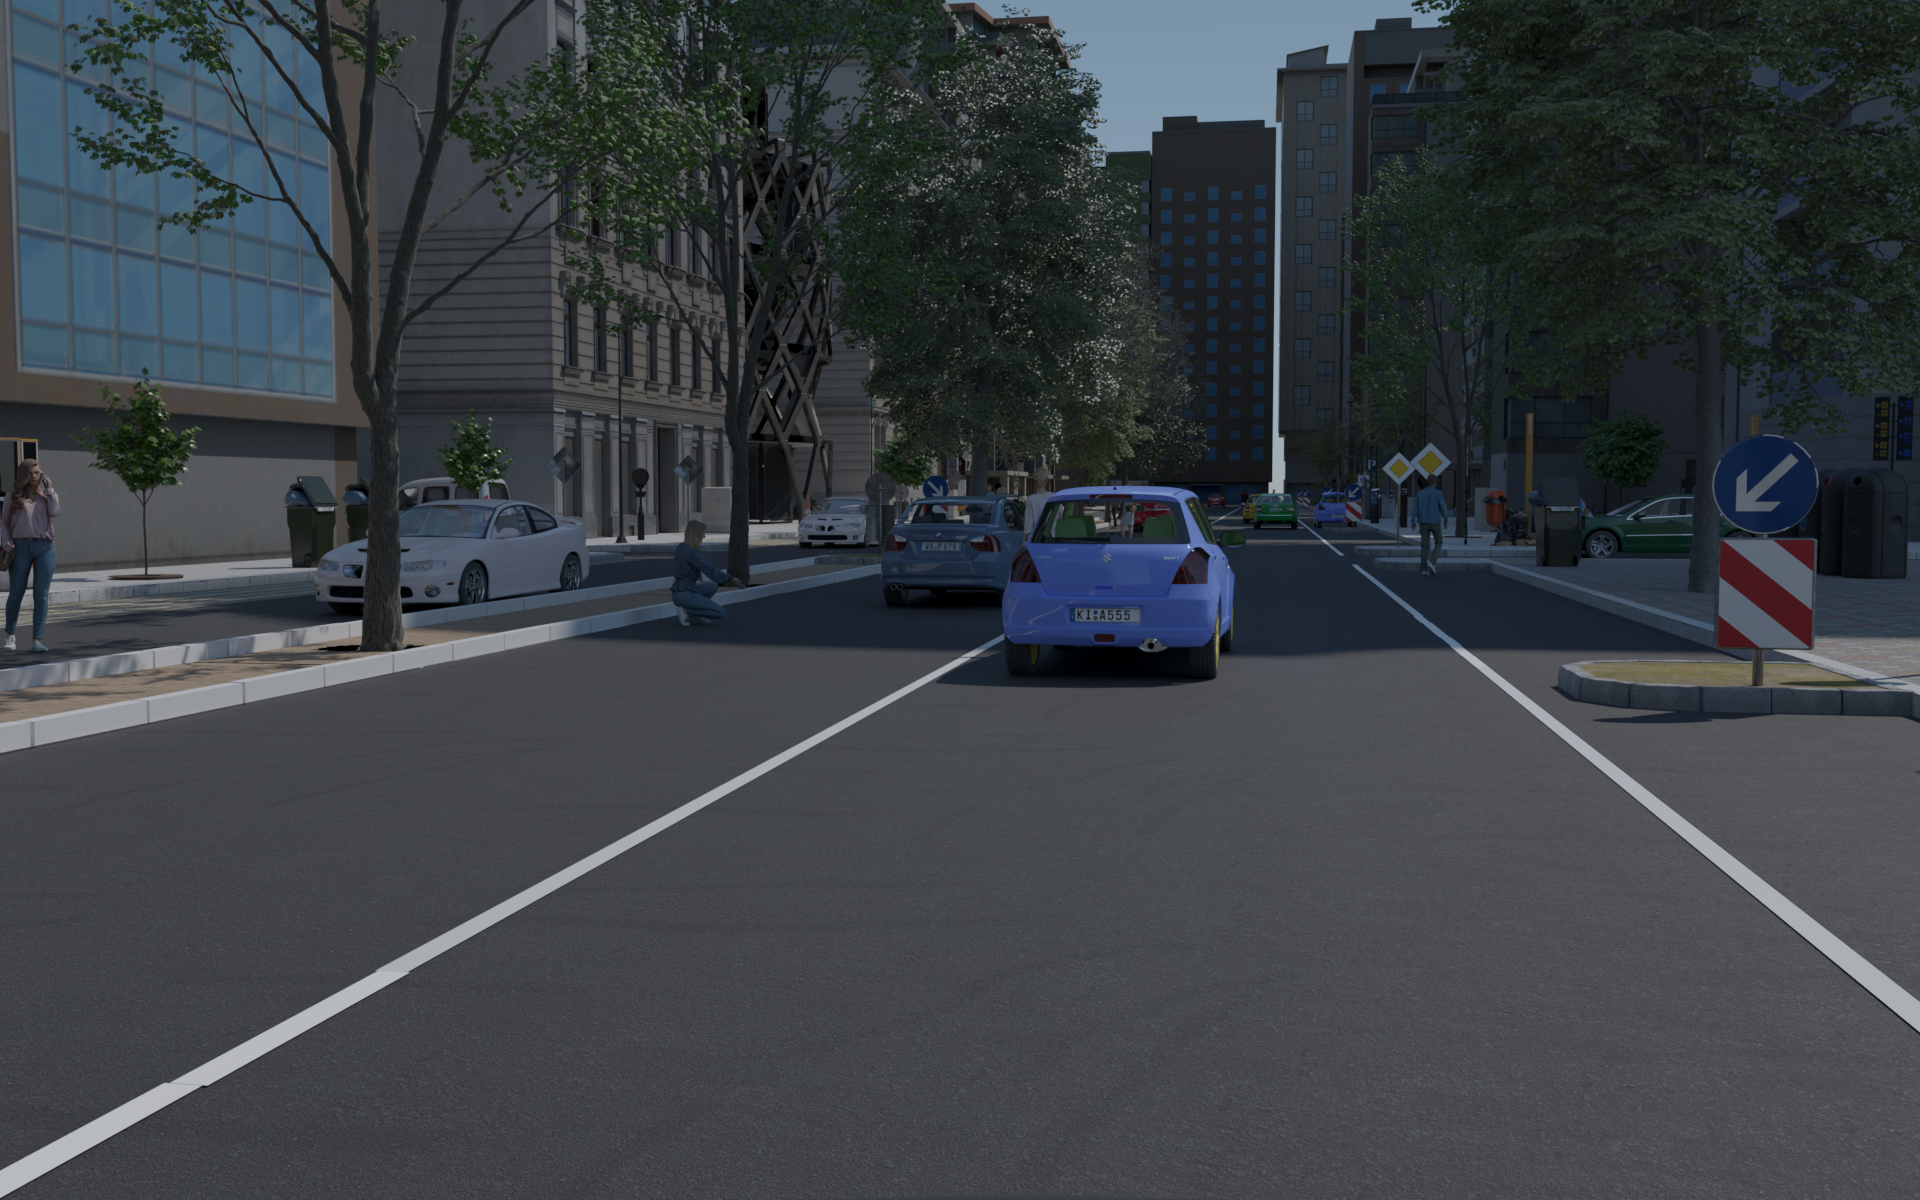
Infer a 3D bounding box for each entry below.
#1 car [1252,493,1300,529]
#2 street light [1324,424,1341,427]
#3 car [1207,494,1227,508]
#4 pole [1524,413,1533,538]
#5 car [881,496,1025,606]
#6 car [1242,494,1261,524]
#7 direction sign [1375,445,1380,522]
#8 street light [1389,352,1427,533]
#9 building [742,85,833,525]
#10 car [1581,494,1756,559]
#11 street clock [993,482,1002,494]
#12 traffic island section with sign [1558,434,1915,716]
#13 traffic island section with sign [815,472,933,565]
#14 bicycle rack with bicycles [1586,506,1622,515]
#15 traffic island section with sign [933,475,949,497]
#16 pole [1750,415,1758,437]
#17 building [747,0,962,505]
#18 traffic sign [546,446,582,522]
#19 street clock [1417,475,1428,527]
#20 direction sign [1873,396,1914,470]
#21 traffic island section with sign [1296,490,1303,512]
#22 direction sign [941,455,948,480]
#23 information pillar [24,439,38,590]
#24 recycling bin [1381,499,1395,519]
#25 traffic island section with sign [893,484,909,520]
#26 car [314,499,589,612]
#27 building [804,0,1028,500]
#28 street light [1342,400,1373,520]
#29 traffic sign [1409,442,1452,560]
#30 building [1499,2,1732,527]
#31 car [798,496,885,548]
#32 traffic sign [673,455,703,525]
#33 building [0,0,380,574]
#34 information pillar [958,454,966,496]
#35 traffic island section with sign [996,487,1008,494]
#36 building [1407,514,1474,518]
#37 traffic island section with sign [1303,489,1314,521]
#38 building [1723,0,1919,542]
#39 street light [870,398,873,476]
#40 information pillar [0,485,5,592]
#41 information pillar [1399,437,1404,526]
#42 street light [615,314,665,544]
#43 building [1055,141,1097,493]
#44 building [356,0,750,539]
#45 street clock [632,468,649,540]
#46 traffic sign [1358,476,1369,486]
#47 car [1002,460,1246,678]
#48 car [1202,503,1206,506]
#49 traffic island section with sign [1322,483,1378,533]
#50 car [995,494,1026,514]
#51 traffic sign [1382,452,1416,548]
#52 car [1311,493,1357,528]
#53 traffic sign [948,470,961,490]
[{"bbox_3d":[13.120,-3.861,71.919,1.959,1.807,4.718,1,4,11],"label":"car"},{"bbox_3d":[24.888,-8.716,115.045,1.470,5.913,1.316,1,4,10],"label":"street light"},{"bbox_3d":[26.880,-10.538,181.337,2.155,1.783,4.494,1,4,10],"label":"car"},{"bbox_3d":[14.385,-3.057,43.829,0.158,3.312,0.155,0,3,0],"label":"pole"},{"bbox_3d":[0.136,-0.701,23.471,2.014,1.417,4.499,1,4,11],"label":"car"},{"bbox_3d":[14.773,-4.559,84.762,2.015,1.641,3.980,1,4,12],"label":"car"},{"bbox_3d":[19.103,-5.351,79.484,0.379,3.537,0.876,1,4,12],"label":"direction sign"},{"bbox_3d":[14.690,-5.155,56.830,1.470,5.913,1.316,1,4,10],"label":"street light"},{"bbox_3d":[-14.273,-12.694,75.000,16.820,18.784,16.811,1,4,10],"label":"building"},{"bbox_3d":[15.290,-1.585,37.714,4.920,1.459,2.131,0,4,8],"label":"car"},{"bbox_3d":[2.307,-6.227,106.387,0.471,2.002,0.358,-1,4,-12],"label":"street clock"},{"bbox_3d":[5.363,-0.223,12.270,1.989,1.847,2.006,1,4,10],"label":"traffic island section with sign"},{"bbox_3d":[-1.779,-1.684,35.677,2.006,1.907,1.989,1,4,10],"label":"traffic island section with sign"},{"bbox_3d":[19.029,-2.356,51.902,2.925,0.926,2.852,0,4,-4],"label":"bicycle rack with bicycles"},{"bbox_3d":[-0.483,-2.131,42.971,2.006,1.907,1.989,1,4,10],"label":"traffic island section with sign"},{"bbox_3d":[20.521,-3.119,44.843,0.158,3.312,0.155,0,3,0],"label":"pole"},{"bbox_3d":[-8.705,-19.111,99.847,14.401,28.519,23.554,1,4,10],"label":"building"},{"bbox_3d":[-8.353,-2.012,36.533,0.795,2.450,0.064,1,4,10],"label":"traffic sign"},{"bbox_3d":[17.767,-3.782,66.413,0.358,2.002,0.471,-2,4,-24],"label":"street clock"},{"bbox_3d":[21.636,-2.949,40.216,0.379,3.537,0.876,-3,4,-36],"label":"direction sign"},{"bbox_3d":[28.173,-8.133,141.598,1.989,1.847,2.006,1,4,10],"label":"traffic island section with sign"},{"bbox_3d":[-0.892,-6.462,97.649,0.379,3.537,0.876,-2,4,-24],"label":"direction sign"},{"bbox_3d":[-12.585,-1.147,23.252,0.304,2.012,0.304,1,4,14],"label":"information pillar"},{"bbox_3d":[22.499,-4.810,91.200,0.722,1.027,0.722,1,4,23],"label":"recycling bin"},{"bbox_3d":[-2.388,-3.670,68.637,1.989,1.847,2.006,1,4,10],"label":"traffic island section with sign"},{"bbox_3d":[-6.416,-0.612,22.368,2.083,1.381,4.827,1,4,11],"label":"car"},{"bbox_3d":[-11.412,-27.023,133.712,32.217,40.220,23.993,1,4,10],"label":"building"},{"bbox_3d":[19.863,-6.936,85.937,1.470,5.913,1.316,1,4,10],"label":"street light"},{"bbox_3d":[9.069,-1.823,33.450,0.795,2.450,0.064,1,4,10],"label":"traffic sign"},{"bbox_3d":[29.247,-18.350,71.719,14.160,30.474,14.107,1,4,10],"label":"building"},{"bbox_3d":[-3.127,-2.154,47.575,2.083,1.381,4.827,1,4,9],"label":"car"},{"bbox_3d":[-6.966,-2.493,44.397,0.795,2.450,0.064,1,4,10],"label":"traffic sign"},{"bbox_3d":[-20.652,-23.269,30.555,14.200,45.320,14.600,1,4,10],"label":"building"},{"bbox_3d":[0.106,-6.636,99.855,0.504,3.616,0.183,2,4,34],"label":"information pillar"},{"bbox_3d":[2.306,-5.294,95.186,1.989,1.847,2.006,1,4,10],"label":"traffic island section with sign"},{"bbox_3d":[42.408,-24.926,99.413,32.217,40.220,23.993,1,4,10],"label":"building"},{"bbox_3d":[19.504,-5.125,92.421,1.989,1.847,2.006,1,4,10],"label":"traffic island section with sign"},{"bbox_3d":[38.449,-30.866,46.652,28.212,58.520,21.231,1,4,10],"label":"building"},{"bbox_3d":[-3.251,-6.199,73.899,1.470,5.913,1.316,1,4,10],"label":"street light"},{"bbox_3d":[-12.506,-1.115,22.729,0.304,2.012,0.304,-3,5,-41],"label":"information pillar"},{"bbox_3d":[17.955,-4.841,70.507,0.183,3.616,0.504,2,4,29],"label":"information pillar"},{"bbox_3d":[-8.281,-4.420,44.801,1.470,5.913,1.316,1,4,10],"label":"street light"},{"bbox_3d":[6.686,-30.755,186.443,14.086,41.232,14.154,1,4,10],"label":"building"},{"bbox_3d":[-14.037,-12.653,56.033,9.793,20.994,18.267,1,4,10],"label":"building"},{"bbox_3d":[-8.876,-2.665,48.149,0.471,2.002,0.358,-1,4,-14],"label":"street clock"},{"bbox_3d":[22.026,-5.654,94.568,0.606,2.300,0.079,1,4,17],"label":"traffic sign"},{"bbox_3d":[1.459,-0.323,14.878,1.945,1.707,3.694,1,4,11],"label":"car"},{"bbox_3d":[10.497,-4.341,81.192,2.015,1.641,3.980,1,4,11],"label":"car"},{"bbox_3d":[14.762,-3.485,65.613,1.989,1.847,2.006,1,4,10],"label":"traffic island section with sign"},{"bbox_3d":[1.973,-3.899,75.547,2.131,1.459,4.920,1,4,11],"label":"car"},{"bbox_3d":[10.457,-2.304,41.314,0.795,2.450,0.064,1,4,10],"label":"traffic sign"},{"bbox_3d":[16.063,-3.952,74.211,1.945,1.707,3.694,1,4,9],"label":"car"},{"bbox_3d":[-0.313,-5.700,93.297,0.768,2.556,0.104,1,4,17],"label":"traffic sign"}]
